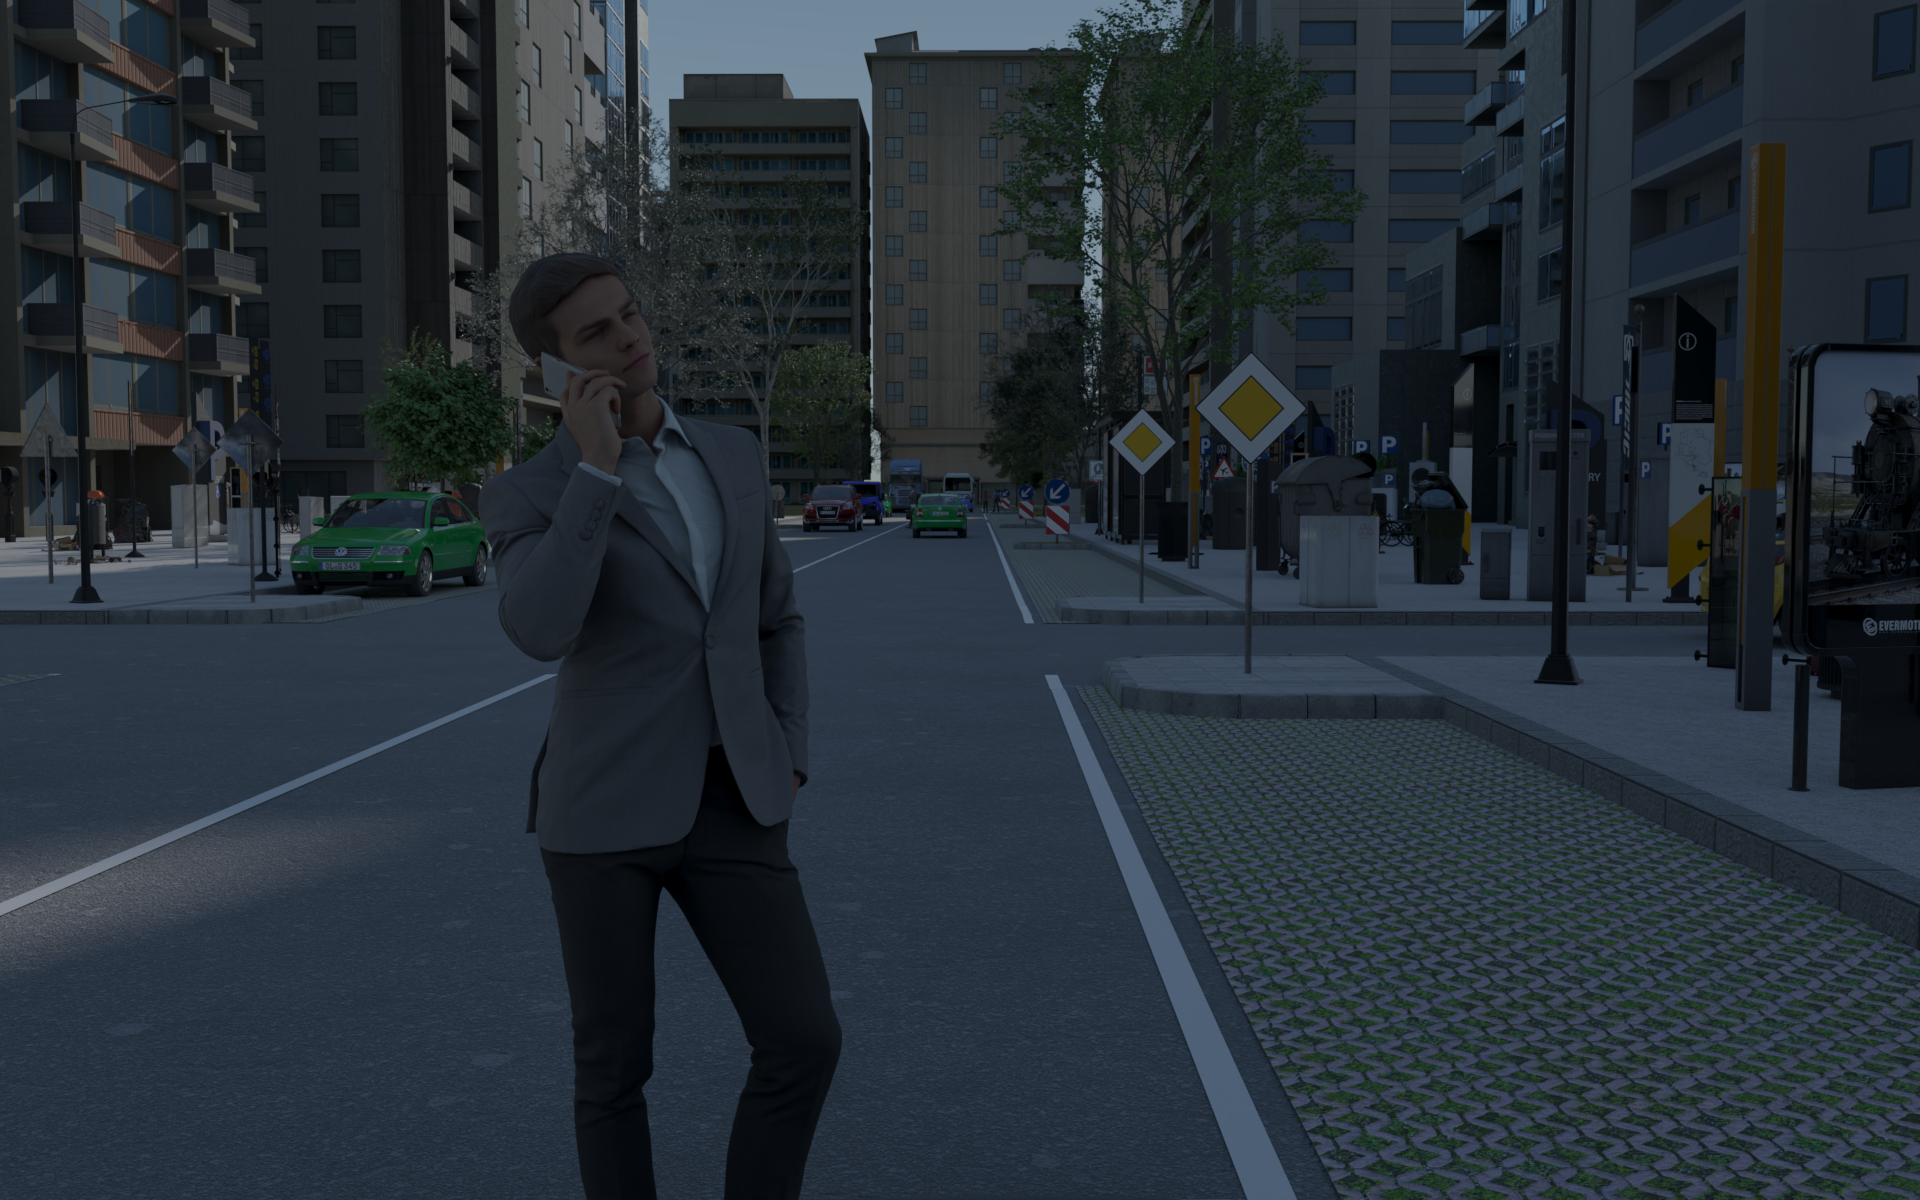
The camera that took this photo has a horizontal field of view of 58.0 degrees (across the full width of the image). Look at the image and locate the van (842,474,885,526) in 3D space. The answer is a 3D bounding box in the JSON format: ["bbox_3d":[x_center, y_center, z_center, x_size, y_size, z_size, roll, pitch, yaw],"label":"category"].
[{"bbox_3d":[-4.556,-4.631,80.106,2.240,2.365,5.245,0,4,-1],"label":"van"}]

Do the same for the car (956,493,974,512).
[{"bbox_3d":[0.156,-7.786,136.891,1.945,1.707,3.694,0,4,-1],"label":"car"}]

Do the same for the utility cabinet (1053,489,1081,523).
[{"bbox_3d":[4.604,-4.026,74.497,1.173,1.500,0.318,0,4,6],"label":"utility cabinet"}]

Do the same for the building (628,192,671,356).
[{"bbox_3d":[-44.421,-31.681,209.863,23.993,40.220,32.217,0,4,1],"label":"building"}]

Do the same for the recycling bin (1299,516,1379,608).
[{"bbox_3d":[4.324,-0.442,19.787,0.722,1.027,0.722,0,4,-6],"label":"recycling bin"}]

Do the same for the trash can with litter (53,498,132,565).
[{"bbox_3d":[-16.324,-1.293,32.198,1.678,1.210,2.233,0,4,-4],"label":"trash can with litter"}]

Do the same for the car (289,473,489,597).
[{"bbox_3d":[-8.268,-1.014,25.383,1.959,1.807,4.718,0,3,0],"label":"car"}]

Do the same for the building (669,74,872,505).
[{"bbox_3d":[-21.662,-35.471,203.657,21.600,48.544,21.300,0,4,1],"label":"building"}]

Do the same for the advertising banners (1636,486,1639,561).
[{"bbox_3d":[13.076,-2.261,33.153,0.090,3.025,2.074,2,4,34],"label":"advertising banners"}]

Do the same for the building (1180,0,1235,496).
[{"bbox_3d":[30.477,-31.940,145.913,21.300,48.544,21.600,0,4,1],"label":"building"}]

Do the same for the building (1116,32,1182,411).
[{"bbox_3d":[30.795,-37.767,206.736,27.495,52.752,28.713,0,4,1],"label":"building"}]

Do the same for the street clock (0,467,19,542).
[{"bbox_3d":[-25.205,-2.529,45.914,0.471,2.002,0.358,1,4,14],"label":"street clock"}]

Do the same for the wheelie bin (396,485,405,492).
[{"bbox_3d":[-20.293,-3.367,62.954,0.693,1.594,0.980,-1,4,-23],"label":"wheelie bin"}]

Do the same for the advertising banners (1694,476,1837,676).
[{"bbox_3d":[6.129,-0.968,12.008,0.090,3.025,2.074,-3,4,-37],"label":"advertising banners"}]

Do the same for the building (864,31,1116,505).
[{"bbox_3d":[3.297,-37.751,206.469,27.495,52.752,28.713,0,4,1],"label":"building"}]

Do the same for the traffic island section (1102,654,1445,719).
[{"bbox_3d":[2.081,0.604,12.404,2.009,0.180,2.903,0,4,1],"label":"traffic island section"}]

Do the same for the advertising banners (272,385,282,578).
[{"bbox_3d":[-10.771,-1.904,27.315,0.090,3.025,2.074,-1,4,-20],"label":"advertising banners"}]

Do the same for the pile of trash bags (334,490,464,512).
[{"bbox_3d":[-13.567,-1.961,41.822,3.447,1.369,1.912,1,4,14],"label":"pile of trash bags"}]

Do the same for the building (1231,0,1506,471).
[{"bbox_3d":[29.678,-35.355,120.061,21.231,58.520,28.212,0,4,1],"label":"building"}]

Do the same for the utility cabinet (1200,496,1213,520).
[{"bbox_3d":[9.577,-3.556,69.300,1.020,1.237,0.306,1,4,23],"label":"utility cabinet"}]

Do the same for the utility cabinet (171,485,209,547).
[{"bbox_3d":[-18.455,-2.006,41.476,0.318,1.500,1.173,0,4,3],"label":"utility cabinet"}]

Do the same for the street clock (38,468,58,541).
[{"bbox_3d":[-24.926,-2.618,47.379,0.471,2.002,0.358,-2,4,-30],"label":"street clock"}]

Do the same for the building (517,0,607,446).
[{"bbox_3d":[-37.924,-31.773,108.730,28.713,52.752,27.495,0,4,1],"label":"building"}]

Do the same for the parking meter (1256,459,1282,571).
[{"bbox_3d":[5.174,-1.424,28.986,0.399,1.863,0.255,-3,4,-38],"label":"parking meter"}]

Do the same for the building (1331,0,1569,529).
[{"bbox_3d":[29.797,-46.308,69.808,22.319,86.520,31.000,0,4,1],"label":"building"}]

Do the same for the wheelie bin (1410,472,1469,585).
[{"bbox_3d":[6.814,-1.028,24.710,0.693,1.594,0.980,0,4,-6],"label":"wheelie bin"}]

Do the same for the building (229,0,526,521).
[{"bbox_3d":[-30.524,-19.236,86.209,14.160,30.474,14.107,0,4,1],"label":"building"}]

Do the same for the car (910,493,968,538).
[{"bbox_3d":[-0.690,-2.990,57.681,1.959,1.807,4.718,0,4,-1],"label":"car"}]

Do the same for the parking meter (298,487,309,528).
[{"bbox_3d":[-24.502,-3.441,64.670,0.372,1.533,0.369,0,3,0],"label":"parking meter"}]

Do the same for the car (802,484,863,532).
[{"bbox_3d":[-4.896,-3.577,67.161,2.281,1.827,5.304,0,4,1],"label":"car"}]

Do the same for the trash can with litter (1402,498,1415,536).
[{"bbox_3d":[14.100,-2.564,53.311,0.624,1.170,1.055,-1,4,-23],"label":"trash can with litter"}]

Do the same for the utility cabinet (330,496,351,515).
[{"bbox_3d":[-18.913,-2.594,53.574,1.020,1.237,0.306,-1,4,-16],"label":"utility cabinet"}]

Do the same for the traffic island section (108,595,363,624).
[{"bbox_3d":[-8.386,0.109,20.491,2.009,0.180,2.903,0,4,1],"label":"traffic island section"}]

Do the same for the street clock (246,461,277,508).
[{"bbox_3d":[-14.655,-1.937,36.247,0.358,2.002,0.471,3,5,42],"label":"street clock"}]

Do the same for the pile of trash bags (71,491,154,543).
[{"bbox_3d":[-22.215,-2.165,45.143,1.912,1.369,3.447,-1,4,-16],"label":"pile of trash bags"}]

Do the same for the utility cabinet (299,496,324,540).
[{"bbox_3d":[-16.819,-2.067,44.955,0.306,1.237,1.020,0,4,-1],"label":"utility cabinet"}]

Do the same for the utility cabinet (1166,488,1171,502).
[{"bbox_3d":[7.986,-3.334,63.183,1.173,1.500,0.318,-3,5,-43],"label":"utility cabinet"}]

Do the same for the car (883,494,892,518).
[{"bbox_3d":[-5.120,-5.954,106.146,1.959,1.807,4.718,0,4,0],"label":"car"}]

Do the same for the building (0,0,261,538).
[{"bbox_3d":[-37.101,-24.573,56.400,22.147,44.769,28.867,0,4,1],"label":"building"}]

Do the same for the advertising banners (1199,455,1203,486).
[{"bbox_3d":[7.474,-3.652,55.898,0.090,3.025,2.074,2,4,31],"label":"advertising banners"}]

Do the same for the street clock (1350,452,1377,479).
[{"bbox_3d":[6.912,-1.546,29.843,0.471,2.002,0.358,0,4,-2],"label":"street clock"}]

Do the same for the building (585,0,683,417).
[{"bbox_3d":[-38.890,-50.915,145.128,31.000,86.520,22.319,0,4,1],"label":"building"}]

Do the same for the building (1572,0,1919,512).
[{"bbox_3d":[63.950,-36.886,145.080,28.212,58.520,21.231,0,4,1],"label":"building"}]

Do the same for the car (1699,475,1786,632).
[{"bbox_3d":[9.279,-0.390,16.605,3.980,1.641,2.015,0,4,2],"label":"car"}]

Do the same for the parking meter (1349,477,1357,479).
[{"bbox_3d":[6.139,-1.348,27.753,0.399,1.863,0.255,-2,4,-24],"label":"parking meter"}]

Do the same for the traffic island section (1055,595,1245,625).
[{"bbox_3d":[2.155,0.116,20.389,2.009,0.180,2.903,0,4,1],"label":"traffic island section"}]

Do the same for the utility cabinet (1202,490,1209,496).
[{"bbox_3d":[13.604,-5.295,95.254,0.318,1.500,1.173,2,4,26],"label":"utility cabinet"}]

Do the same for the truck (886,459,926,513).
[{"bbox_3d":[-3.959,-9.000,136.906,2.967,4.110,18.799,0,4,1],"label":"truck"}]
